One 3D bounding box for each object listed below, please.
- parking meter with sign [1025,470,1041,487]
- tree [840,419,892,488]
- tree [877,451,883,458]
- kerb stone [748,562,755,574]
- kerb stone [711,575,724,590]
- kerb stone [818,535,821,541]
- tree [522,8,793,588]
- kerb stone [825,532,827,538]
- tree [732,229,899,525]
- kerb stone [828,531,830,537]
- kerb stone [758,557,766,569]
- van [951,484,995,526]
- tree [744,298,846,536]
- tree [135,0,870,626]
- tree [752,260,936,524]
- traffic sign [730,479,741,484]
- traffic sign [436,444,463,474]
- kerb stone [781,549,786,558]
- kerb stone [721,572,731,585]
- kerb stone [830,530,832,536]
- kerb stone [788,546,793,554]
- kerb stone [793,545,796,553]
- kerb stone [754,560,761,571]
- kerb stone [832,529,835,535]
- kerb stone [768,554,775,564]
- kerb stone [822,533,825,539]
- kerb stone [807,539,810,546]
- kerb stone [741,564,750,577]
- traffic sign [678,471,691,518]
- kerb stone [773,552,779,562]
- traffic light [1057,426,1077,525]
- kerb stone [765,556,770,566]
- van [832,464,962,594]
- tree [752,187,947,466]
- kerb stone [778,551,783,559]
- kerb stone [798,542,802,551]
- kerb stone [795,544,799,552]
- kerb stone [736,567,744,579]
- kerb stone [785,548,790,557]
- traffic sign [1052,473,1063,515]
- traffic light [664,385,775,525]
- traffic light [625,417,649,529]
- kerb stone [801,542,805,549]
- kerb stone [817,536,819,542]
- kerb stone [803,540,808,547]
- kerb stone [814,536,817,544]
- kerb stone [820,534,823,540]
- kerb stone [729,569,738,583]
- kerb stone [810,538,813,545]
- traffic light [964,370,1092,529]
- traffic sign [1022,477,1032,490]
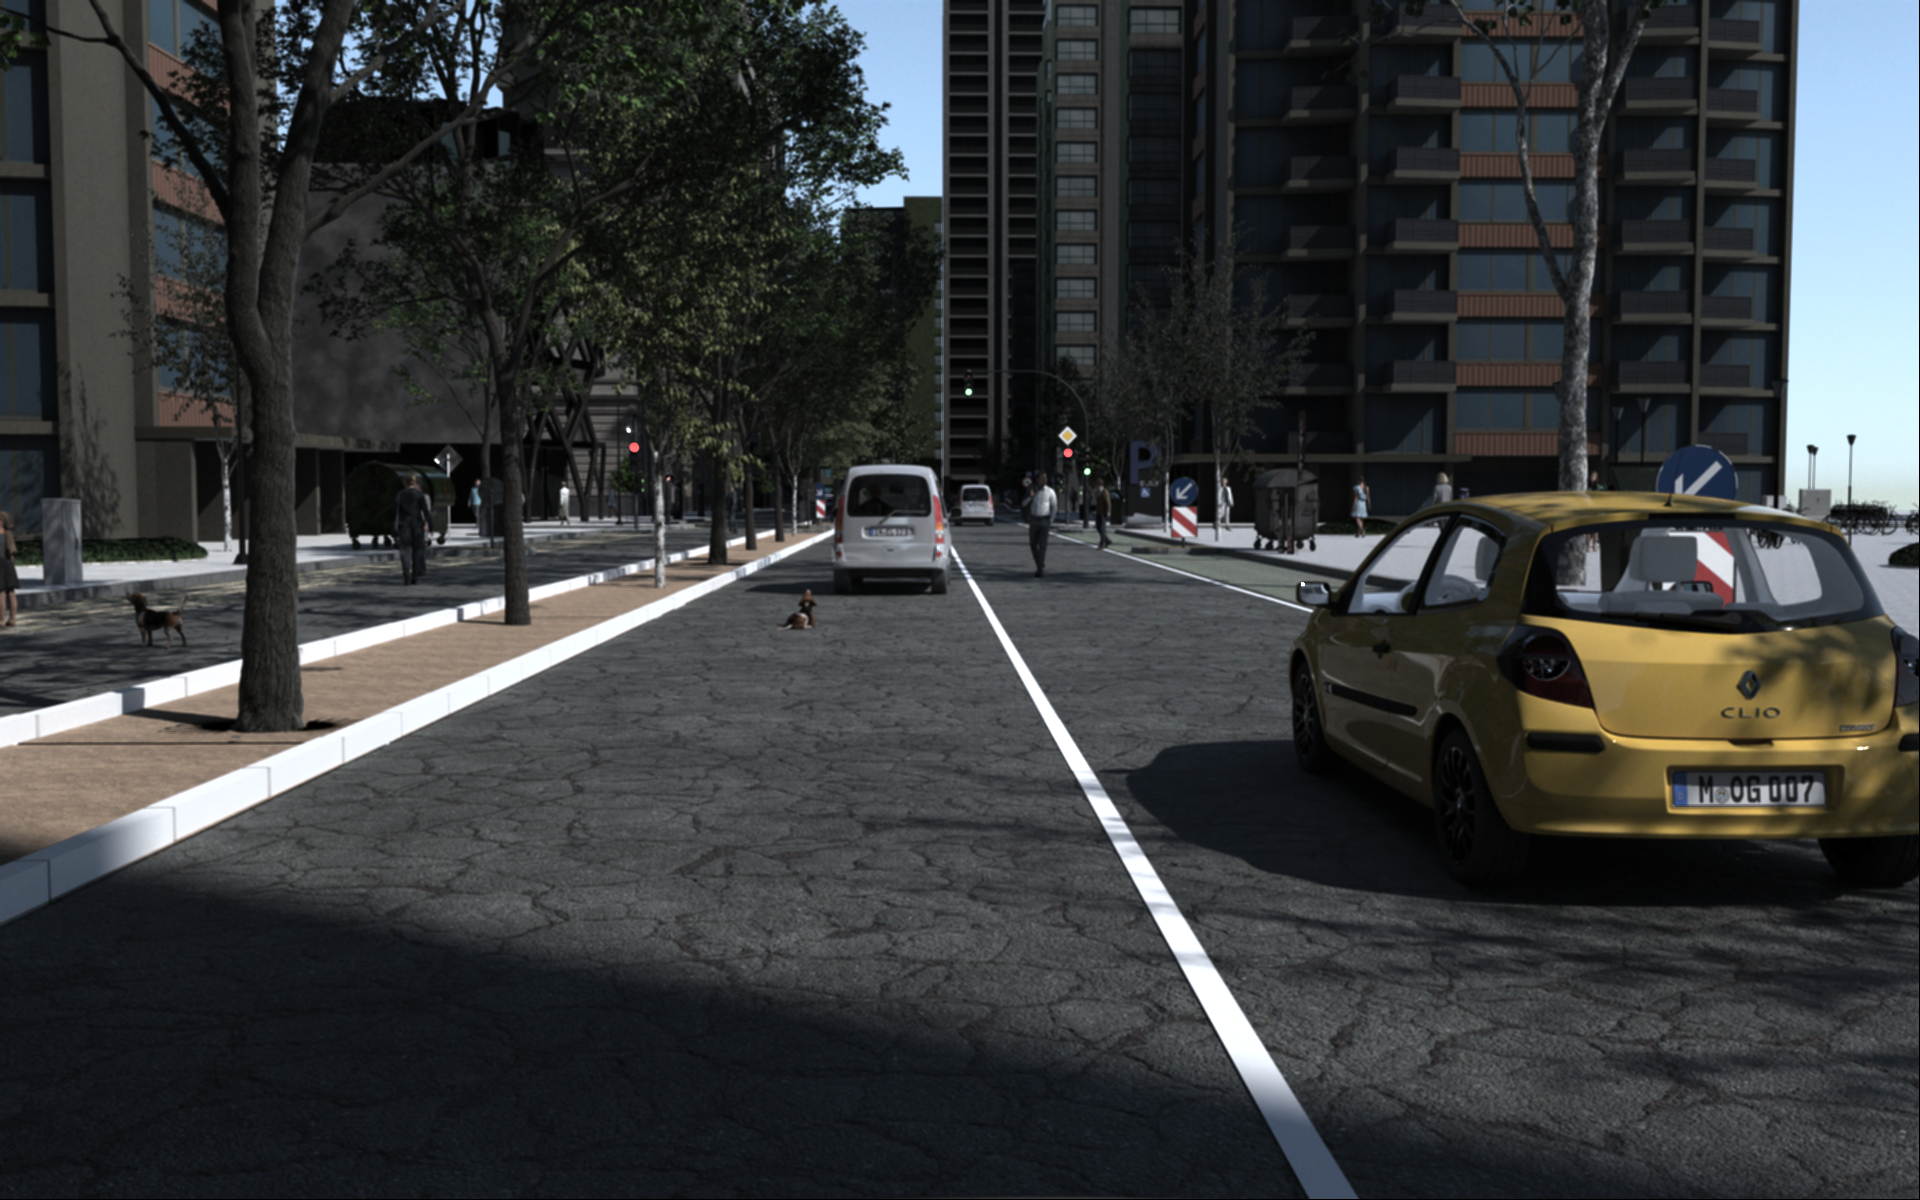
[{"bbox_3d":[5.354,-8.020,127.384,0.543,3.016,1.738,-1,4,-21],"label":"parking meter with sign"},{"bbox_3d":[-7.123,-10.823,129.780,4.737,8.622,4.395,0,3,0],"label":"tree"},{"bbox_3d":[-7.484,-11.107,134.413,4.360,8.622,3.978,0,3,0],"label":"tree"},{"bbox_3d":[-3.835,-0.549,31.174,0.120,0.150,1.000,0,4,-1],"label":"kerb stone"},{"bbox_3d":[-3.709,-0.236,26.048,0.120,0.150,1.000,0,4,-1],"label":"kerb stone"},{"bbox_3d":[-4.304,-1.801,51.645,0.120,0.150,1.000,0,4,-1],"label":"kerb stone"},{"bbox_3d":[-4.507,-4.463,25.783,4.737,8.622,4.395,0,3,0],"label":"tree"},{"bbox_3d":[-4.379,-1.989,54.723,0.120,0.150,1.000,0,4,-1],"label":"kerb stone"},{"bbox_3d":[-6.202,-9.363,73.669,7.486,12.596,7.792,0,3,0],"label":"tree"},{"bbox_3d":[-4.432,-2.114,56.771,0.120,0.150,1.000,0,4,-1],"label":"kerb stone"},{"bbox_3d":[-3.872,-0.674,33.226,0.120,0.150,1.000,0,4,-1],"label":"kerb stone"},{"bbox_3d":[0.615,-4.363,78.351,2.013,2.044,4.112,0,4,-2],"label":"van"},{"bbox_3d":[-5.621,-6.463,58.487,4.360,8.622,3.978,0,3,0],"label":"tree"},{"bbox_3d":[-4.805,-5.017,18.905,8.767,10.594,7.601,0,4,-1],"label":"tree"},{"bbox_3d":[-5.956,-10.035,83.535,9.611,12.733,9.660,0,3,0],"label":"tree"},{"bbox_3d":[-15.466,-7.316,119.343,0.795,2.593,0.064,0,4,7],"label":"traffic sign"},{"bbox_3d":[-13.486,-2.809,45.654,0.795,2.593,0.064,0,4,6],"label":"traffic sign"},{"bbox_3d":[-4.004,-0.987,38.340,0.120,0.150,1.000,0,4,-1],"label":"kerb stone"},{"bbox_3d":[-3.737,-0.298,27.070,0.120,0.150,1.000,0,4,-1],"label":"kerb stone"},{"bbox_3d":[-4.452,-2.177,57.793,0.120,0.150,1.000,0,4,-1],"label":"kerb stone"},{"bbox_3d":[-4.050,-1.113,40.393,0.120,0.150,1.000,0,4,-1],"label":"kerb stone"},{"bbox_3d":[-4.073,-1.176,41.416,0.120,0.150,1.000,0,4,-1],"label":"kerb stone"},{"bbox_3d":[-3.862,-0.612,32.196,0.120,0.150,1.000,0,4,-1],"label":"kerb stone"},{"bbox_3d":[-4.507,-2.291,59.844,0.120,0.150,1.000,0,4,-1],"label":"kerb stone"},{"bbox_3d":[-3.930,-0.800,35.275,0.120,0.150,1.000,0,4,-1],"label":"kerb stone"},{"bbox_3d":[-4.348,-1.926,53.692,0.120,0.150,1.000,0,4,-1],"label":"kerb stone"},{"bbox_3d":[-4.191,-1.489,46.537,0.120,0.150,1.000,0,4,-1],"label":"kerb stone"},{"bbox_3d":[-3.806,-0.486,30.146,0.120,0.150,1.000,0,4,-1],"label":"kerb stone"},{"bbox_3d":[-14.989,-5.756,94.224,0.768,2.556,0.104,0,4,6],"label":"traffic sign"},{"bbox_3d":[-3.956,-0.862,36.297,0.120,0.150,1.000,0,4,-1],"label":"kerb stone"},{"bbox_3d":[4.431,-5.065,71.739,0.839,4.253,0.868,0,4,-1],"label":"traffic light"},{"bbox_3d":[-3.905,-0.735,34.248,0.120,0.150,1.000,0,4,-1],"label":"kerb stone"},{"bbox_3d":[-0.977,-1.173,26.193,2.013,2.044,4.112,0,4,0],"label":"van"},{"bbox_3d":[-7.579,-15.148,106.010,12.611,20.169,13.585,0,3,0],"label":"tree"},{"bbox_3d":[-3.978,-0.921,37.319,0.120,0.150,1.000,0,4,-1],"label":"kerb stone"},{"bbox_3d":[-4.122,-1.292,43.465,0.120,0.150,1.000,0,4,-1],"label":"kerb stone"},{"bbox_3d":[-4.096,-1.238,42.438,0.120,0.150,1.000,0,4,-1],"label":"kerb stone"},{"bbox_3d":[-3.784,-0.419,29.124,0.120,0.150,1.000,0,4,-1],"label":"kerb stone"},{"bbox_3d":[-4.025,-1.046,39.372,0.120,0.150,1.000,0,4,-1],"label":"kerb stone"},{"bbox_3d":[5.929,-6.406,104.851,0.768,2.556,0.104,0,4,2],"label":"traffic sign"},{"bbox_3d":[-9.936,-5.918,71.425,4.771,5.953,1.251,0,4,-1],"label":"traffic light"},{"bbox_3d":[-11.840,-4.553,63.359,0.839,4.253,0.868,0,4,-1],"label":"traffic light"},{"bbox_3d":[-4.148,-1.362,44.489,0.120,0.150,1.000,0,4,-1],"label":"kerb stone"},{"bbox_3d":[-4.286,-1.739,50.624,0.120,0.150,1.000,0,4,-1],"label":"kerb stone"},{"bbox_3d":[-4.157,-1.426,45.511,0.120,0.150,1.000,0,4,-1],"label":"kerb stone"},{"bbox_3d":[-4.260,-1.676,49.602,0.120,0.150,1.000,0,4,-1],"label":"kerb stone"},{"bbox_3d":[-4.333,-1.859,52.670,0.120,0.150,1.000,0,4,-1],"label":"kerb stone"},{"bbox_3d":[-3.762,-0.361,28.097,0.120,0.150,1.000,0,4,-1],"label":"kerb stone"},{"bbox_3d":[-4.207,-1.550,47.559,0.120,0.150,1.000,0,4,-1],"label":"kerb stone"},{"bbox_3d":[2.527,-5.437,63.566,4.771,5.953,1.251,0,4,-1],"label":"traffic light"},{"bbox_3d":[5.019,-7.900,129.267,0.768,2.556,0.104,0,4,2],"label":"traffic sign"}]
